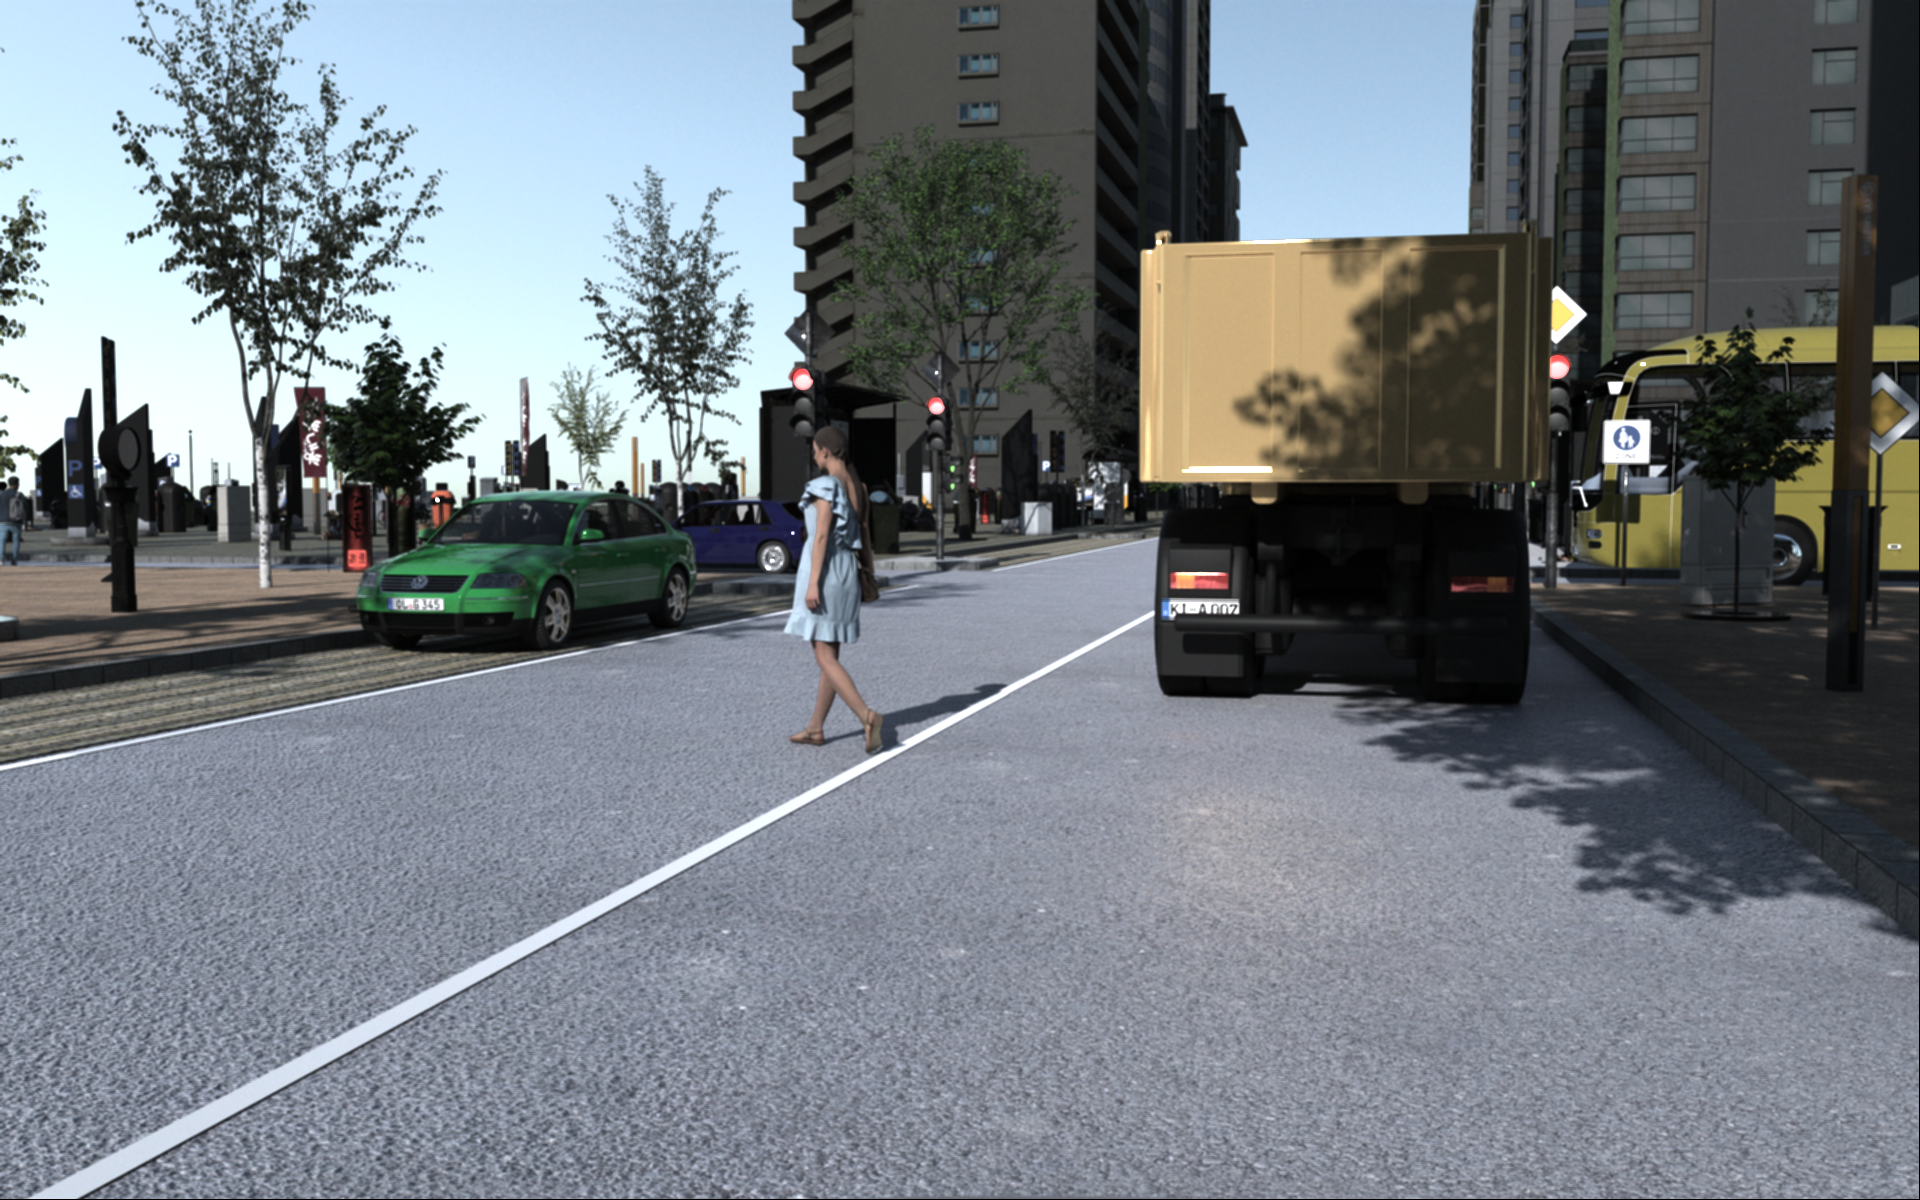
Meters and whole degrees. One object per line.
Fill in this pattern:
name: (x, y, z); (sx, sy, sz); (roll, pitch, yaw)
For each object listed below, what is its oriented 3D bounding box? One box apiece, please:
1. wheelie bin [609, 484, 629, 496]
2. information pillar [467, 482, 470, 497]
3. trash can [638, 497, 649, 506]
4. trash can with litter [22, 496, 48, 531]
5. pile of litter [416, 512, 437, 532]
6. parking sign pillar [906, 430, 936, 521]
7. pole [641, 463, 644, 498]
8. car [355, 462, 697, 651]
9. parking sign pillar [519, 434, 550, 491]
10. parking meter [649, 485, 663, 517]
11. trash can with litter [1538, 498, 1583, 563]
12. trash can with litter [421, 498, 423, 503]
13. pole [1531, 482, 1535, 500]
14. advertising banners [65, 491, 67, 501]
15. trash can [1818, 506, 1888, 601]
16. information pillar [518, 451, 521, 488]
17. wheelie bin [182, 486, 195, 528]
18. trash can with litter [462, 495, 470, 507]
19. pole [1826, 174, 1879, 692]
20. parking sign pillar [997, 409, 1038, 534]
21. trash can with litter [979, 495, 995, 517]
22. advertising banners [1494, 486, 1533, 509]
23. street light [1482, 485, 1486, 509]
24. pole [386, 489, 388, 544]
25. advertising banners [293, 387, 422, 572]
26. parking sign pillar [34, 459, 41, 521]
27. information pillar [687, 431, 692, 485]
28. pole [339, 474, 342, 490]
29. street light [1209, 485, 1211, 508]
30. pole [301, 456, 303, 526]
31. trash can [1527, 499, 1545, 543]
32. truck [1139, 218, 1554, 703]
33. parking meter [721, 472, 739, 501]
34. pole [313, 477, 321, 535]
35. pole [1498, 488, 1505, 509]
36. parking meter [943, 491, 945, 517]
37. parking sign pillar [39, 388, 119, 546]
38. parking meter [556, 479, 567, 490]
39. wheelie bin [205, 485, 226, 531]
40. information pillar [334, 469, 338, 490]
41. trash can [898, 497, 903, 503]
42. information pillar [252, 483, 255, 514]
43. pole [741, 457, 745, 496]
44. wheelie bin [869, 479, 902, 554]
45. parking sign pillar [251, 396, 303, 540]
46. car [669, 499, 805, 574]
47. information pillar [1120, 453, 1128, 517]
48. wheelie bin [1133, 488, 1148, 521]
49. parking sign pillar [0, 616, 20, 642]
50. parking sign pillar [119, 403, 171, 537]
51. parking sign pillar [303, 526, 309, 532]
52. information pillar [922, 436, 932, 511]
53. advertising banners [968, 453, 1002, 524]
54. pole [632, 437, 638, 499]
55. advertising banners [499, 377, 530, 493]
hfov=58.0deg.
wheelie bin: (-10.784, -2.867, 54.778); (0.693, 1.594, 0.980); (-1, 4, -12)
information pillar: (-29.484, -6.114, 104.460); (0.304, 2.012, 0.304); (2, 4, 34)
trash can: (-13.169, -3.699, 72.140); (0.748, 1.137, 0.748); (0, 3, 0)
trash can with litter: (-32.532, -2.994, 60.003); (1.678, 1.210, 2.233); (0, 4, -7)
pile of litter: (-18.133, -2.779, 59.398); (1.176, 0.858, 1.719); (2, 4, 24)
parking sign pillar: (-1.731, -5.209, 73.636); (1.447, 3.967, 1.447); (-3, 5, -41)
pole: (-21.091, -7.412, 115.036); (0.158, 3.312, 0.155); (0, 3, 0)
car: (-4.180, -0.520, 17.305); (1.959, 1.807, 4.718); (1, 4, 14)
parking sign pillar: (-19.088, -5.460, 77.735); (1.447, 3.967, 1.447); (1, 4, 16)
parking meter: (-8.482, -2.443, 48.351); (0.372, 1.533, 0.369); (0, 3, 0)
trash can with litter: (11.984, -1.358, 33.258); (1.678, 1.210, 2.233); (3, 4, 39)
trash can with litter: (-35.493, -6.255, 113.321); (2.233, 1.210, 1.678); (-3, 4, -38)
pole: (23.749, -4.764, 71.730); (0.158, 3.312, 0.155); (0, 3, 0)
advertising banners: (-51.371, -6.305, 99.272); (2.074, 3.025, 0.090); (-3, 5, -43)
trash can: (10.738, -0.563, 20.858); (0.748, 1.137, 0.748); (0, 3, 0)
information pillar: (-23.482, -6.216, 92.983); (0.504, 3.616, 0.183); (0, 4, 8)
wheelie bin: (-29.430, -3.536, 65.723); (0.693, 1.594, 0.980); (-2, 4, -35)
trash can with litter: (-24.732, -4.722, 88.266); (2.233, 1.210, 1.678); (0, 4, -6)
pole: (5.774, -1.062, 11.209); (0.158, 3.312, 0.155); (0, 3, 0)
parking sign pillar: (1.924, -4.118, 55.797); (1.447, 3.967, 1.447); (-3, 5, -41)
trash can with litter: (2.519, -5.516, 101.243); (2.233, 1.210, 1.678); (3, 5, 41)
advertising banners: (22.602, -4.519, 70.078); (2.074, 3.025, 0.090); (1, 4, 20)
street light: (14.099, -4.505, 46.449); (0.468, 5.910, 1.993); (1, 4, 14)
pole: (-14.758, -3.118, 44.825); (0.158, 3.312, 0.155); (0, 3, 0)
advertising banners: (-9.832, -1.962, 28.271); (2.074, 3.025, 0.090); (0, 4, 4)
parking sign pillar: (-43.295, -5.745, 82.402); (1.447, 3.967, 1.447); (1, 4, 21)
information pillar: (-9.982, -4.433, 63.836); (0.183, 3.616, 0.504); (-1, 4, -19)
pole: (-43.526, -7.822, 121.737); (0.158, 3.312, 0.155); (0, 3, 0)
street light: (15.703, -8.320, 108.827); (0.468, 5.910, 1.993); (1, 4, 14)
pole: (-22.747, -4.021, 59.590); (0.158, 3.312, 0.155); (0, 3, 0)
trash can: (15.229, -2.064, 45.399); (0.748, 1.137, 0.748); (0, 3, 0)
truck: (3.473, -1.206, 15.644); (3.469, 3.379, 9.791); (1, 4, 13)
parking meter: (-5.525, -2.196, 41.620); (0.399, 1.863, 0.255); (0, 4, -5)
pole: (-20.283, -3.714, 54.567); (0.158, 3.312, 0.155); (0, 3, 0)
pole: (13.988, -3.110, 44.690); (0.158, 3.312, 0.155); (0, 3, 0)
parking meter: (-1.029, -5.338, 95.683); (0.372, 1.533, 0.369); (0, 3, 0)
parking sign pillar: (-22.138, -3.370, 43.572); (1.447, 3.967, 1.447); (-1, 4, -17)
parking meter: (-15.717, -3.832, 68.362); (0.399, 1.863, 0.255); (-1, 4, -11)
wheelie bin: (-25.562, -3.177, 59.856); (0.693, 1.594, 0.980); (1, 4, 20)
information pillar: (-37.241, -6.850, 103.347); (0.183, 3.616, 0.504); (0, 4, -5)
trash can: (-2.709, -4.155, 79.586); (0.748, 1.137, 0.748); (0, 3, 0)
information pillar: (-46.338, -6.687, 113.829); (0.304, 2.012, 0.304); (0, 4, -6)
pole: (-12.038, -6.260, 96.187); (0.158, 3.312, 0.155); (0, 3, 0)
wheelie bin: (-1.594, -1.783, 37.059); (0.693, 1.594, 0.980); (0, 4, -2)
parking sign pillar: (-19.431, -3.671, 48.494); (1.447, 3.967, 1.447); (-2, 4, -33)
car: (-4.378, -1.179, 31.863); (3.894, 1.354, 1.945); (1, 4, 14)
information pillar: (9.342, -6.576, 98.880); (0.504, 3.616, 0.183); (1, 4, 18)
wheelie bin: (8.539, -4.528, 81.941); (0.693, 1.594, 0.980); (0, 4, -4)
parking sign pillar: (-9.010, -1.620, 14.963); (1.447, 3.967, 1.447); (-2, 4, -25)
parking sign pillar: (-24.801, -3.872, 51.785); (1.447, 3.967, 1.447); (0, 4, 4)
parking sign pillar: (-22.856, -4.288, 58.585); (1.447, 3.967, 1.447); (1, 4, 14)
information pillar: (-1.245, -4.559, 65.894); (0.183, 3.616, 0.504); (-3, 5, -41)
advertising banners: (1.106, -4.752, 73.878); (2.074, 3.025, 0.090); (3, 5, 40)
pole: (-11.633, -4.171, 62.034); (0.158, 3.312, 0.155); (0, 3, 0)
advertising banners: (-6.902, -1.874, 26.833); (0.090, 3.025, 2.074); (-2, 4, -26)
